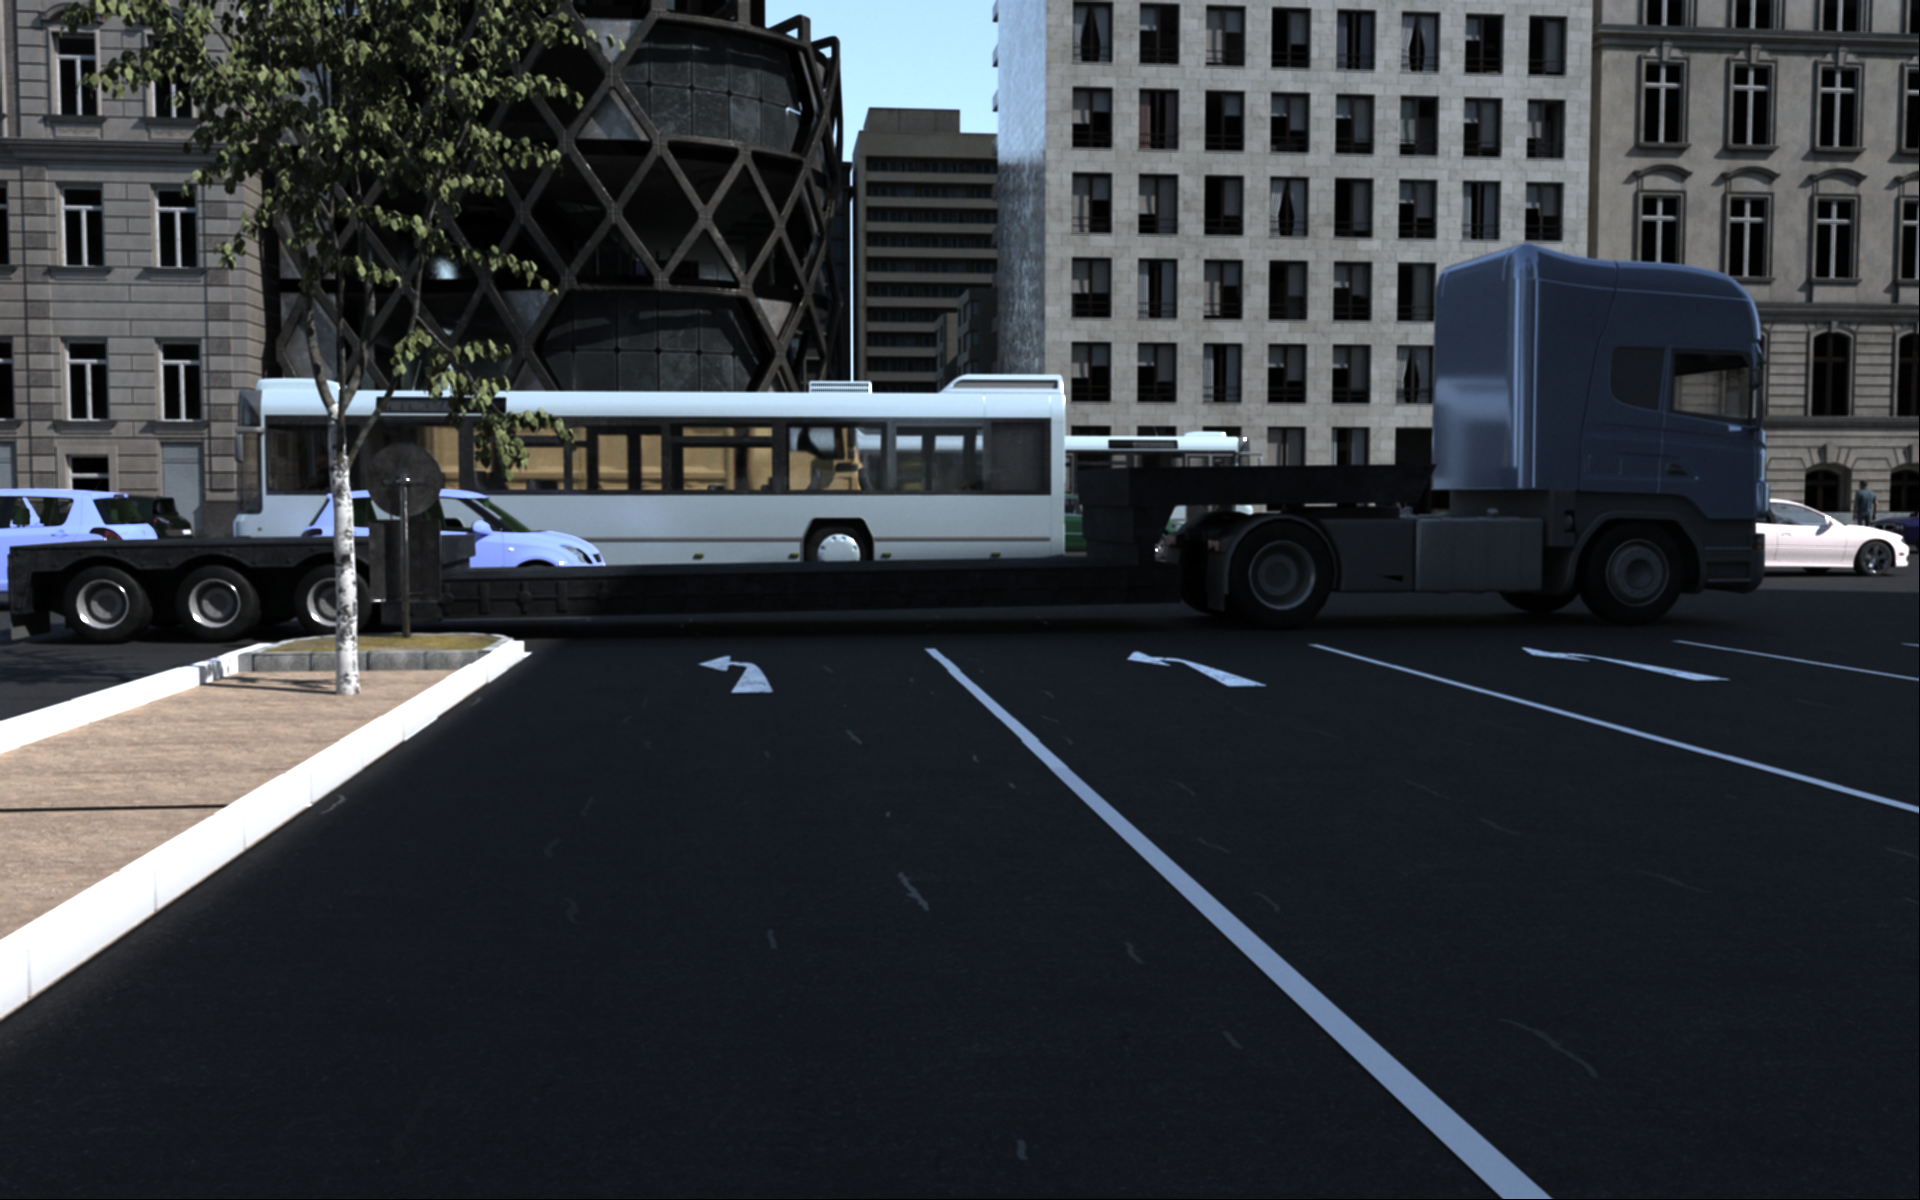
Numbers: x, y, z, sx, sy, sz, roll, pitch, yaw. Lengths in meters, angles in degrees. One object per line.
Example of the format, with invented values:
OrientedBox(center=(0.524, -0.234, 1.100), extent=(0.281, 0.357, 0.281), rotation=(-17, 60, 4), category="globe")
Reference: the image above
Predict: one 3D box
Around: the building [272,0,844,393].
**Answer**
OrientedBox(center=(-12.365, -11.637, 57.721), extent=(16.811, 18.784, 16.820), rotation=(0, 4, -7), category="building")

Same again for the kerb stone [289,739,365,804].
OrientedBox(center=(-3.100, 0.839, 8.472), extent=(0.120, 0.150, 1.000), rotation=(0, 4, -7), category="kerb stone")

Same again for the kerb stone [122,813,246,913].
OrientedBox(center=(-2.864, 0.965, 6.413), extent=(0.120, 0.150, 1.000), rotation=(0, 4, -7), category="kerb stone")

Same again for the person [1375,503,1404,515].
OrientedBox(center=(6.911, -1.231, 28.402), extent=(0.755, 1.850, 0.659), rotation=(0, 4, 0), category="person")

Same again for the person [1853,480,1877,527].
OrientedBox(center=(23.846, -2.265, 45.660), extent=(0.598, 1.807, 0.434), rotation=(1, 4, 11), category="person")

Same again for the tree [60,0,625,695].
OrientedBox(center=(-4.296, -3.610, 11.850), extent=(4.737, 8.622, 4.395), rotation=(0, 3, 0), category="tree")

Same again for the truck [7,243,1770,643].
OrientedBox(center=(0.143, -1.772, 18.738), extent=(18.799, 4.110, 2.967), rotation=(-1, 4, -8), category="truck")

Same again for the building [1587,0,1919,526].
OrientedBox(center=(36.404, -14.843, 61.765), extent=(34.723, 24.649, 14.460), rotation=(0, 4, -7), category="building")

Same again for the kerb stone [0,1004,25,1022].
OrientedBox(center=(-2.628, 1.092, 4.370), extent=(0.120, 0.150, 1.000), rotation=(0, 4, -7), category="kerb stone")

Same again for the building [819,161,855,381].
OrientedBox(center=(-28.087, -34.524, 219.098), extent=(28.867, 44.769, 22.147), rotation=(0, 4, -7), category="building")

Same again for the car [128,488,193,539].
OrientedBox(center=(-19.849, -1.830, 39.701), extent=(4.222, 1.686, 2.009), rotation=(0, 4, -5), category="car")

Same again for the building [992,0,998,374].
OrientedBox(center=(14.475, -31.248, 130.505), extent=(23.786, 49.044, 30.456), rotation=(0, 4, -7), category="building")

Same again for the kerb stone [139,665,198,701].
OrientedBox(center=(-5.665, 0.606, 12.321), extent=(0.120, 0.150, 1.000), rotation=(0, 4, -7), category="kerb stone")

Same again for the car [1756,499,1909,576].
OrientedBox(center=(14.350, -1.127, 30.793), extent=(4.827, 1.381, 2.083), rotation=(0, 4, -7), category="car")

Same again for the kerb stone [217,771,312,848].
OrientedBox(center=(-2.987, 0.902, 7.444), extent=(0.120, 0.150, 1.000), rotation=(0, 4, -7), category="kerb stone")

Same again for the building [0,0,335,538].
OrientedBox(center=(-32.958, -15.647, 53.090), extent=(25.104, 27.353, 12.463), rotation=(0, 4, -7), category="building")

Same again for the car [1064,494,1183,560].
OrientedBox(center=(2.722, -1.637, 38.565), extent=(4.920, 1.459, 2.131), rotation=(0, 4, -6), category="car")

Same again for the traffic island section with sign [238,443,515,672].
OrientedBox(center=(-4.895, -0.412, 14.872), extent=(2.006, 1.907, 1.989), rotation=(0, 4, -7), category="traffic island section with sign")

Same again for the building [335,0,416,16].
OrientedBox(center=(-45.277, -49.477, 121.628), extent=(22.319, 86.520, 31.000), rotation=(0, 4, -7), category="building")

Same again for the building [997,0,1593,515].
OrientedBox(center=(10.276, -12.377, 57.124), extent=(16.860, 20.320, 10.420), rotation=(0, 4, -7), category="building")

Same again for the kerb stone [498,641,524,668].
OrientedBox(center=(-3.806, 0.464, 14.612), extent=(0.120, 0.150, 1.000), rotation=(0, 4, -7), category="kerb stone")

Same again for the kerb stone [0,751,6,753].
OrientedBox(center=(-5.298, 0.792, 9.250), extent=(0.120, 0.150, 1.000), rotation=(0, 4, -7), category="kerb stone")

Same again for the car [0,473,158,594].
OrientedBox(center=(-12.063, -0.745, 21.777), extent=(3.694, 1.707, 1.945), rotation=(0, 4, -5), category="car")

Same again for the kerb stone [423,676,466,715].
OrientedBox(center=(-3.457, 0.654, 11.540), extent=(0.120, 0.150, 1.000), rotation=(0, 4, -7), category="kerb stone")

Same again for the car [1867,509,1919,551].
OrientedBox(center=(24.399, -1.827, 42.445), extent=(3.894, 1.354, 1.945), rotation=(0, 4, -6), category="car")

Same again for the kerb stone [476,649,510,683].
OrientedBox(center=(-3.687, 0.528, 13.592), extent=(0.120, 0.150, 1.000), rotation=(0, 4, -7), category="kerb stone")

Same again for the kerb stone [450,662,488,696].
OrientedBox(center=(-3.582, 0.589, 12.570), extent=(0.120, 0.150, 1.000), rotation=(0, 4, -7), category="kerb stone")

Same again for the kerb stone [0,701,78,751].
OrientedBox(center=(-5.425, 0.734, 10.273), extent=(0.120, 0.150, 1.000), rotation=(0, 4, -7), category="kerb stone")

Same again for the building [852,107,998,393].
OrientedBox(center=(-2.970, -36.559, 221.438), extent=(21.600, 48.544, 21.300), rotation=(0, 4, -7), category="building")

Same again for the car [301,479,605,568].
OrientedBox(center=(-6.220, -0.717, 21.321), extent=(3.694, 1.707, 1.945), rotation=(0, 4, -6), category="car")

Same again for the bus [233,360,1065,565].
OrientedBox(center=(-5.094, -1.971, 27.084), extent=(13.247, 3.499, 2.948), rotation=(0, 4, -5), category="bus")

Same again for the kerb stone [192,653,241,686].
OrientedBox(center=(-5.773, 0.547, 13.346), extent=(0.120, 0.150, 1.000), rotation=(0, 4, -7), category="kerb stone")

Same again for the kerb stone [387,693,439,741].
OrientedBox(center=(-3.334, 0.714, 10.520), extent=(0.120, 0.150, 1.000), rotation=(0, 4, -7), category="kerb stone")

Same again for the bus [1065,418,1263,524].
OrientedBox(center=(2.014, -3.169, 46.681), extent=(13.247, 3.499, 2.948), rotation=(-1, 4, -8), category="bus")

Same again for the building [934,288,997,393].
OrientedBox(center=(12.821, -19.345, 161.335), extent=(27.650, 21.520, 28.899), rotation=(0, 4, -7), category="building")

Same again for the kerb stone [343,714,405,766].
OrientedBox(center=(-3.223, 0.777, 9.499), extent=(0.120, 0.150, 1.000), rotation=(0, 4, -7), category="kerb stone")

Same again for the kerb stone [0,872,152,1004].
OrientedBox(center=(-2.746, 1.029, 5.391), extent=(0.120, 0.150, 1.000), rotation=(0, 4, -7), category="kerb stone")

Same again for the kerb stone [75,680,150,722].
OrientedBox(center=(-5.540, 0.667, 11.298), extent=(0.120, 0.150, 1.000), rotation=(0, 4, -7), category="kerb stone")

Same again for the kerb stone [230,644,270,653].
OrientedBox(center=(-5.891, 0.479, 14.366), extent=(0.120, 0.150, 1.000), rotation=(0, 4, -7), category="kerb stone")
